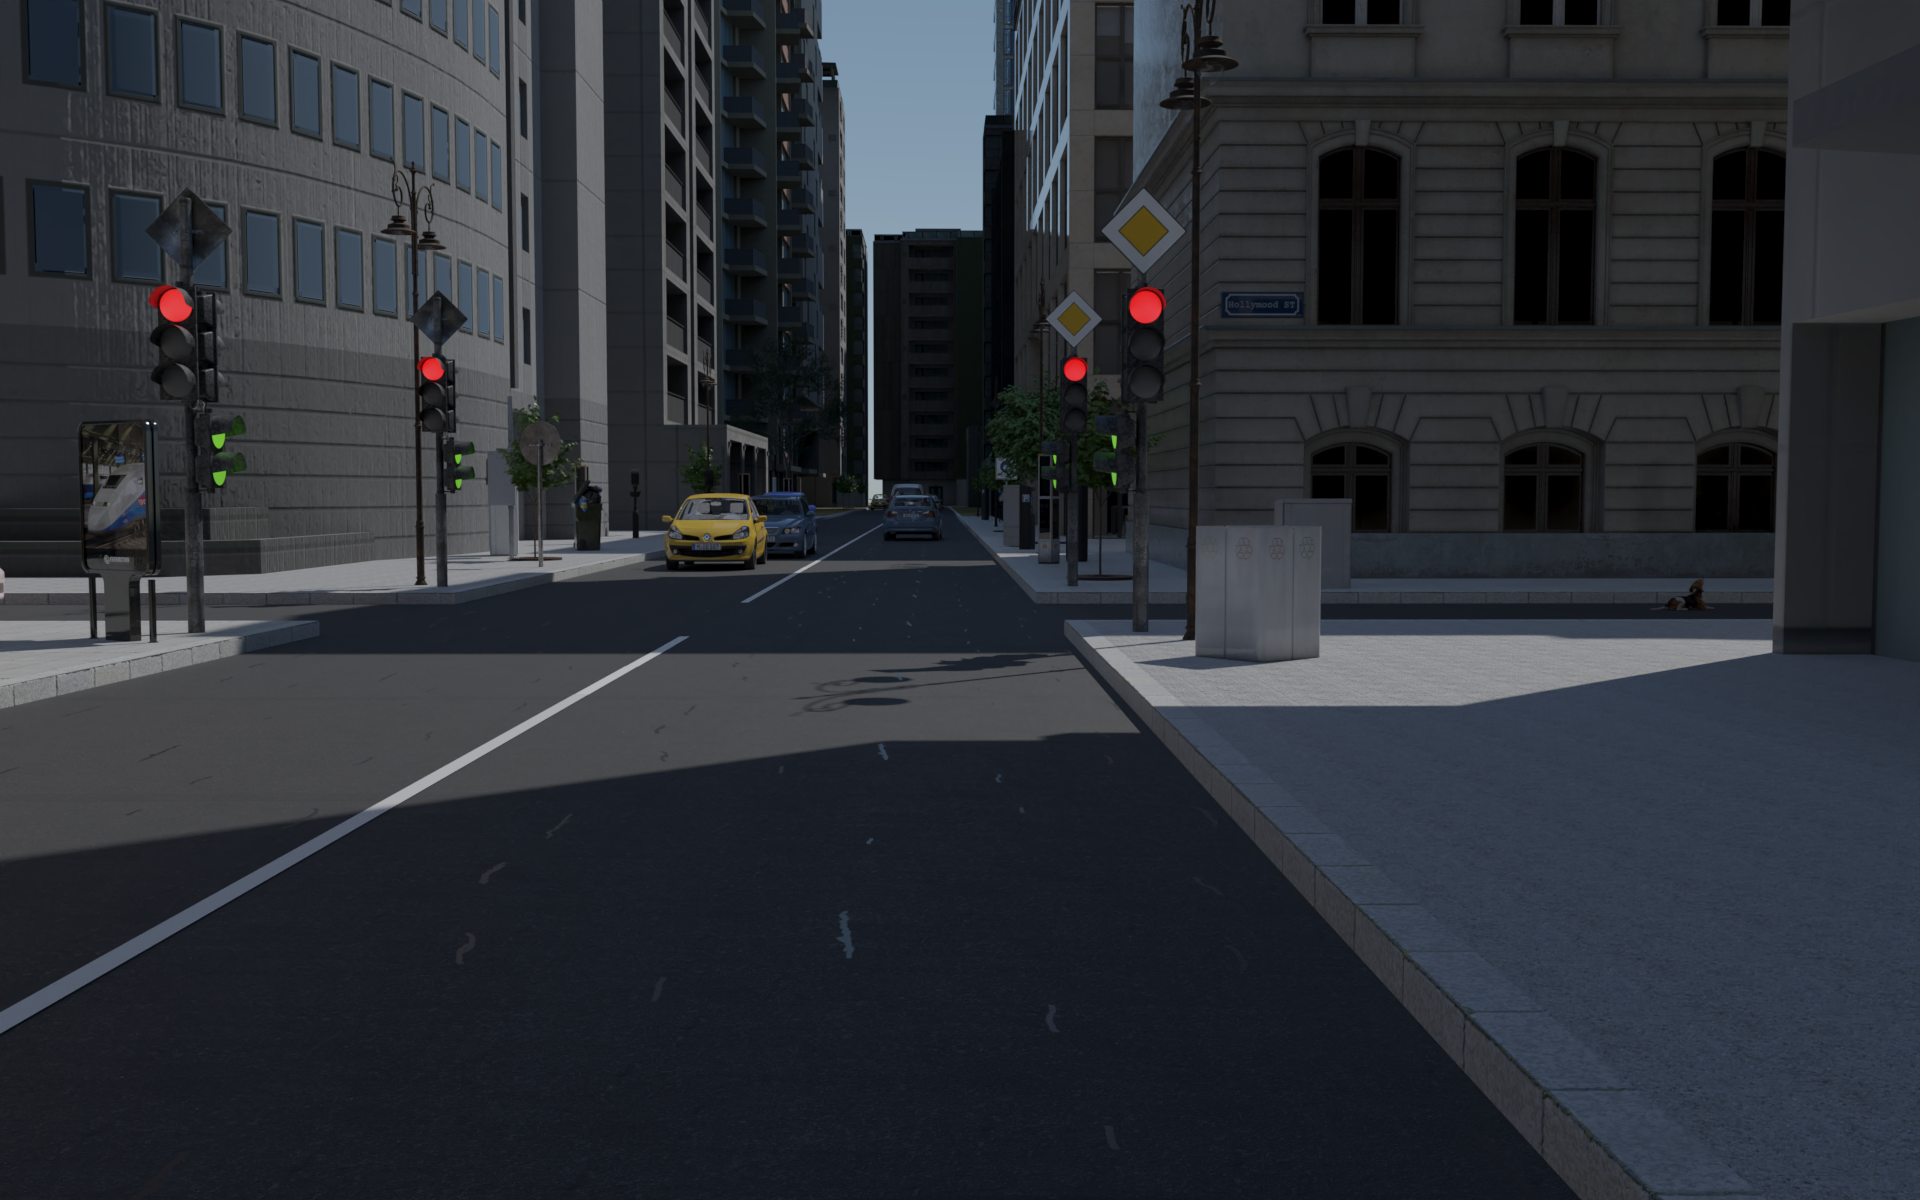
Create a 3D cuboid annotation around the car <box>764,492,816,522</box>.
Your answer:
[{"bbox_3d":[-5.076,-2.458,49.788,1.945,1.707,3.694,0,4,-1],"label":"car"}]

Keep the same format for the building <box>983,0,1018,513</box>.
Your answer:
[{"bbox_3d":[12.025,-41.505,116.852,20.563,71.187,20.611,0,4,-1],"label":"building"}]

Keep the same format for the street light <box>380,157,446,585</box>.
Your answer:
[{"bbox_3d":[-7.593,-3.146,24.221,0.468,5.910,1.993,0,4,-1],"label":"street light"}]

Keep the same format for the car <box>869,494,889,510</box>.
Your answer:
[{"bbox_3d":[-7.151,-8.913,155.949,2.015,1.641,3.980,0,4,-1],"label":"car"}]

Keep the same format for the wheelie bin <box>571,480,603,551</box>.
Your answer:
[{"bbox_3d":[-8.482,-1.929,39.454,0.693,1.594,0.980,-1,4,-19],"label":"wheelie bin"}]

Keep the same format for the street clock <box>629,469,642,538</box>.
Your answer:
[{"bbox_3d":[-9.429,-2.798,50.317,0.358,2.002,0.471,-1,4,-10],"label":"street clock"}]

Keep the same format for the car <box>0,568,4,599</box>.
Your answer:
[{"bbox_3d":[-13.812,-0.484,20.278,4.827,1.381,2.083,0,4,0],"label":"car"}]

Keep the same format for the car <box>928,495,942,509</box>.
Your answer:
[{"bbox_3d":[-2.470,-7.607,136.743,2.083,1.381,4.827,0,4,0],"label":"car"}]

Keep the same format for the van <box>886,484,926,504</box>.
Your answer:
[{"bbox_3d":[-2.155,-4.061,73.410,2.013,2.044,4.112,0,3,0],"label":"van"}]

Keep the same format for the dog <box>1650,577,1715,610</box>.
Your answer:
[{"bbox_3d":[8.942,-0.076,21.440,0.748,0.427,0.550,2,4,25],"label":"dog"}]

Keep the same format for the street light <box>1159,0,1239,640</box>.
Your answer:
[{"bbox_3d":[2.050,-2.587,15.086,0.468,5.910,1.993,0,4,-1],"label":"street light"}]

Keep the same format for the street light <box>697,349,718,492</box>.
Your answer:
[{"bbox_3d":[-8.051,-5.049,55.337,0.468,5.910,1.993,0,4,-1],"label":"street light"}]

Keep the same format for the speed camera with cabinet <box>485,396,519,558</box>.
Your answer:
[{"bbox_3d":[-9.414,-2.526,35.634,0.660,3.252,2.038,-1,4,-13],"label":"speed camera with cabinet"}]

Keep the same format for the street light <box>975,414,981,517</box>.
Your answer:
[{"bbox_3d":[1.023,-7.679,98.337,0.468,5.910,1.993,0,4,-1],"label":"street light"}]

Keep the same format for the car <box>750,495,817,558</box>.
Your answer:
[{"bbox_3d":[-4.306,-1.719,40.115,2.014,1.417,4.499,0,3,0],"label":"car"}]

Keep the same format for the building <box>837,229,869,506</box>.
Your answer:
[{"bbox_3d":[-17.214,-25.598,190.221,14.107,30.474,14.160,0,4,-1],"label":"building"}]

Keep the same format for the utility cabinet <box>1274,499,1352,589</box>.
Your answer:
[{"bbox_3d":[4.774,-0.753,23.470,1.020,1.237,0.306,-1,4,-15],"label":"utility cabinet"}]

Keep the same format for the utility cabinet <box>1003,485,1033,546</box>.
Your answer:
[{"bbox_3d":[1.420,-2.048,42.159,0.318,1.500,1.173,-1,4,-21],"label":"utility cabinet"}]

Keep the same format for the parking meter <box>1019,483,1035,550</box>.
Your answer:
[{"bbox_3d":[1.556,-1.937,40.073,0.372,1.533,0.369,0,3,0],"label":"parking meter"}]

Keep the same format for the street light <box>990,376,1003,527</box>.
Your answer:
[{"bbox_3d":[1.415,-5.814,67.845,0.468,5.910,1.993,0,4,-1],"label":"street light"}]

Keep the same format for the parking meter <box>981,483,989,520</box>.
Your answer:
[{"bbox_3d":[1.241,-4.861,85.182,0.255,1.863,0.399,-2,4,-31],"label":"parking meter"}]

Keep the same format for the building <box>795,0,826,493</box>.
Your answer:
[{"bbox_3d":[-25.264,-33.747,141.003,28.713,52.752,27.495,0,4,-1],"label":"building"}]

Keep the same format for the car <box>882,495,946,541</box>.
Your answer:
[{"bbox_3d":[-1.471,-2.607,54.633,2.014,1.417,4.499,0,4,1],"label":"car"}]

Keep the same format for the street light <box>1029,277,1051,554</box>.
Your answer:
[{"bbox_3d":[1.743,-3.934,37.103,0.468,5.910,1.993,0,4,-1],"label":"street light"}]

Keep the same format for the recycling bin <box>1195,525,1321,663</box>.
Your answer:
[{"bbox_3d":[2.343,-0.066,13.628,0.722,1.027,0.722,-3,4,-38],"label":"recycling bin"}]

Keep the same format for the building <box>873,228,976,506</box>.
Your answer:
[{"bbox_3d":[-2.555,-25.658,191.211,14.107,30.474,14.160,0,4,-1],"label":"building"}]

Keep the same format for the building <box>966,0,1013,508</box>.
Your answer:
[{"bbox_3d":[12.019,-51.633,156.863,22.319,86.520,31.000,0,4,-1],"label":"building"}]

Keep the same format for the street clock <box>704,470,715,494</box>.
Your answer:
[{"bbox_3d":[-7.573,-2.921,52.329,0.358,2.002,0.471,-1,4,-15],"label":"street clock"}]

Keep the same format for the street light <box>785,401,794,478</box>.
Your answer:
[{"bbox_3d":[-8.426,-6.914,85.829,0.468,5.910,1.993,0,4,-1],"label":"street light"}]

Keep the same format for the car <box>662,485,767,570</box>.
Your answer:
[{"bbox_3d":[-4.757,-1.455,34.006,2.015,1.641,3.980,0,4,-2],"label":"car"}]

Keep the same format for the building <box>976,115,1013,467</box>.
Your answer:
[{"bbox_3d":[8.717,-22.243,135.377,14.160,30.474,14.107,0,4,-1],"label":"building"}]

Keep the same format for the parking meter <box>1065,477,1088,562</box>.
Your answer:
[{"bbox_3d":[2.213,-1.663,32.907,0.399,1.863,0.255,3,4,38],"label":"parking meter"}]
